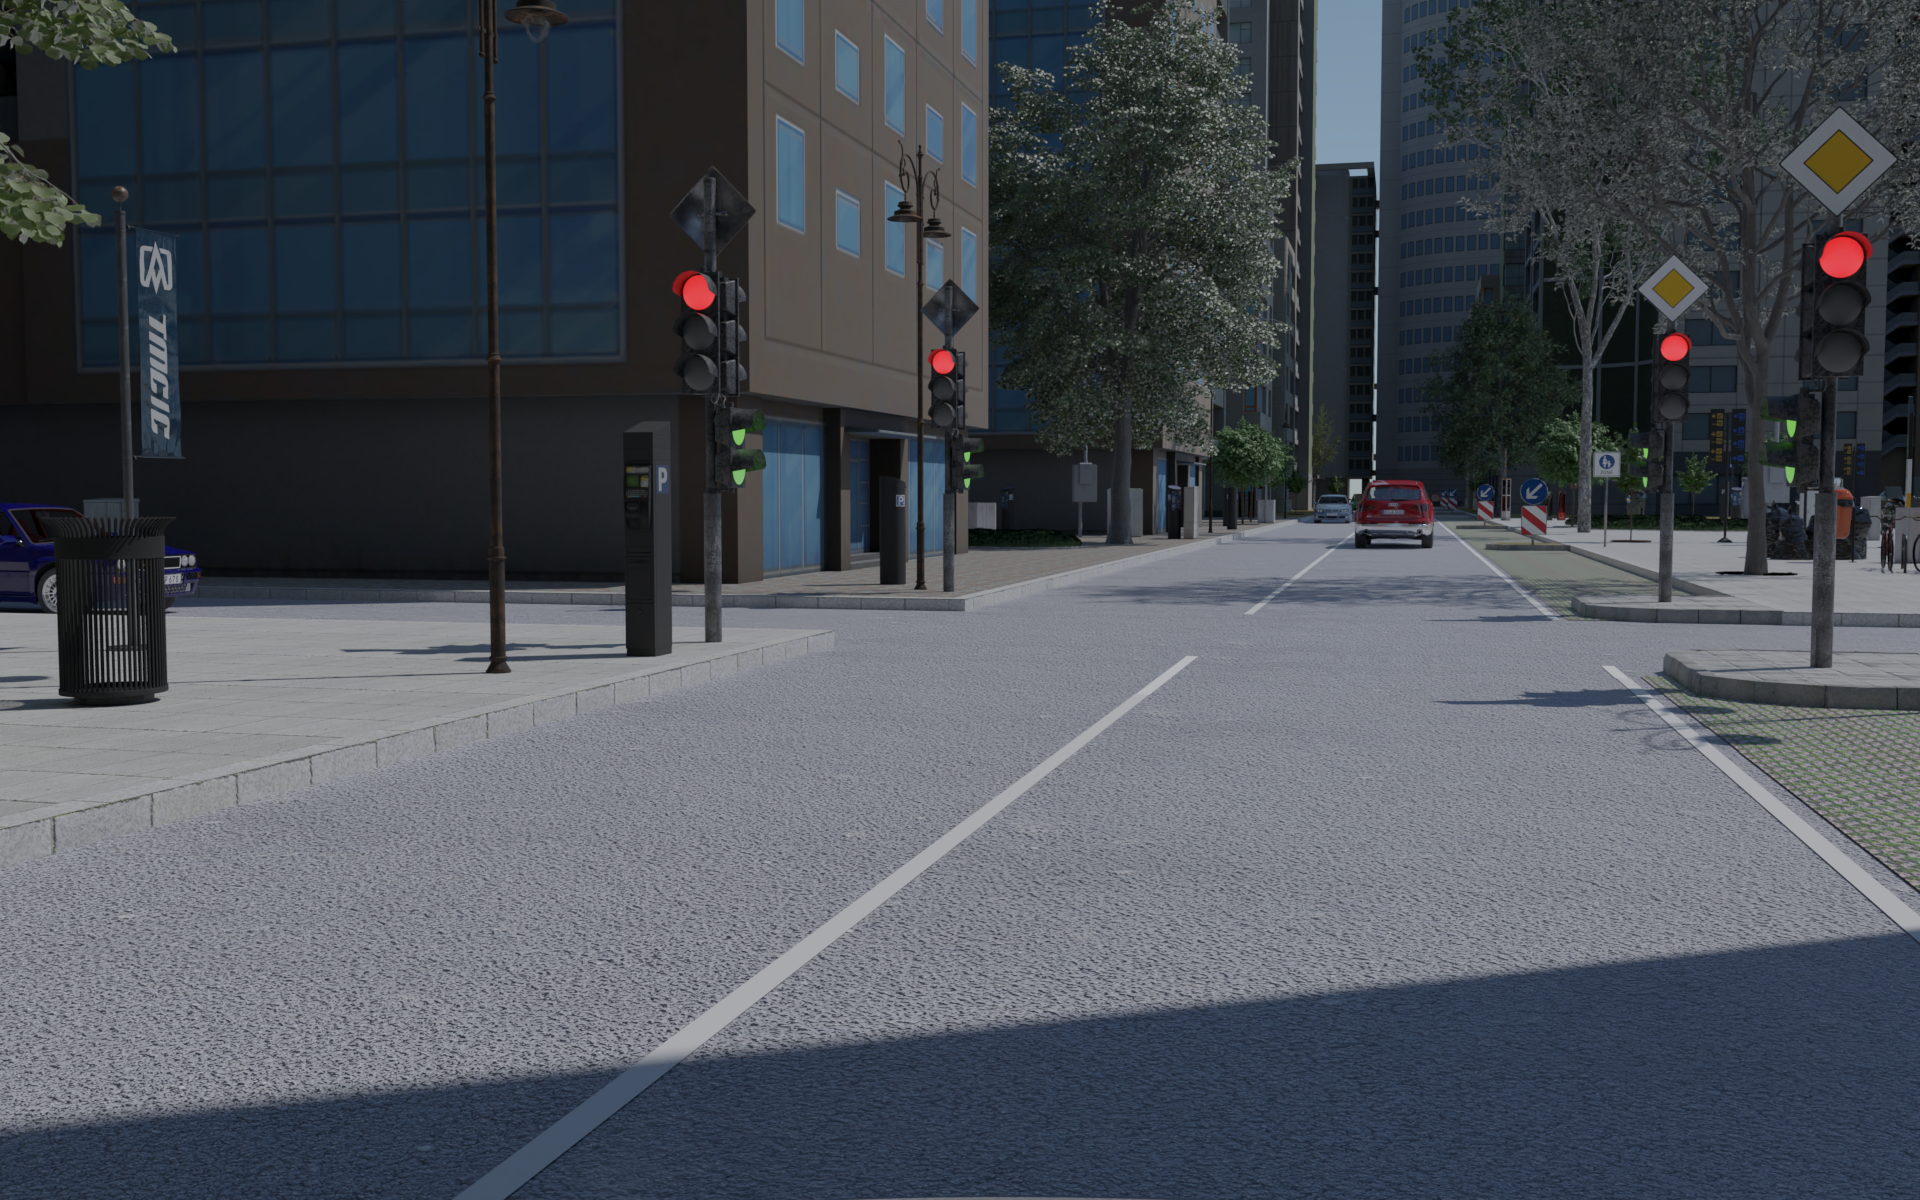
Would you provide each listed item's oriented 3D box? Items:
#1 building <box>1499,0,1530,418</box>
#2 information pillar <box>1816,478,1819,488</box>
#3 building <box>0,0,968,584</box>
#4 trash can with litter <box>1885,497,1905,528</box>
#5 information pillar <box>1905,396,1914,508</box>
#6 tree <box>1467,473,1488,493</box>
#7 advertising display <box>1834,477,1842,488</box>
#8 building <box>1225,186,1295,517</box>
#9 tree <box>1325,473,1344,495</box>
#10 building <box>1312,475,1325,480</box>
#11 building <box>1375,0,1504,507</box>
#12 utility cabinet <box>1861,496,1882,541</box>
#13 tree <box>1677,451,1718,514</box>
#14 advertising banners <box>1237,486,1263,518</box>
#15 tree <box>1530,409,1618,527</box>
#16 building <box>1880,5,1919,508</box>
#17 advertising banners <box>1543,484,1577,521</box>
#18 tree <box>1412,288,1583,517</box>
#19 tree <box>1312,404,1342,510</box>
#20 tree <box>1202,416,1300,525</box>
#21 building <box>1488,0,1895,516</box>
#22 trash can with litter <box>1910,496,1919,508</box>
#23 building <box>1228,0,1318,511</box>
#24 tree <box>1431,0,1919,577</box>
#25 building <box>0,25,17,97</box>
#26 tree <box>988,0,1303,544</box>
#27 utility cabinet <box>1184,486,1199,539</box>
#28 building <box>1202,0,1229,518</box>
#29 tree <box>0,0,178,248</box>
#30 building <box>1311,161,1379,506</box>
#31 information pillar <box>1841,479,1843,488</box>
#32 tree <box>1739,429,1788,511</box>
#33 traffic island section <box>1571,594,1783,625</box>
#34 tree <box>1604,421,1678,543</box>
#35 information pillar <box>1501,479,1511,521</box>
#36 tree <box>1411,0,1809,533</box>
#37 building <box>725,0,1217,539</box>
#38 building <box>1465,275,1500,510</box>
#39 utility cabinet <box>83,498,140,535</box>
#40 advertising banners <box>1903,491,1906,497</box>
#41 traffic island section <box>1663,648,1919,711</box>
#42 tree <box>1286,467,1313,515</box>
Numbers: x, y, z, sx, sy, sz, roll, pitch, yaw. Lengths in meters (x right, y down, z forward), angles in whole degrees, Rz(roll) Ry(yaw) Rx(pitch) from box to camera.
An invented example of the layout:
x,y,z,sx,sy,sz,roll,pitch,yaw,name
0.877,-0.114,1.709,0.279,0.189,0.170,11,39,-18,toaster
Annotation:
x,y,z,sx,sy,sz,roll,pitch,yaw,name
47.072,-27.150,127.505,14.154,41.232,14.086,1,4,14,building
38.792,-4.502,78.094,0.304,2.012,0.304,0,4,1,information pillar
-7.835,-23.319,31.385,14.600,45.320,14.200,1,4,14,building
35.379,-3.294,65.239,1.055,1.170,0.624,-2,4,-35,trash can with litter
22.712,-3.064,41.454,0.183,3.616,0.504,2,4,25,information pillar
38.214,-8.156,127.945,1.663,3.219,1.824,0,3,0,tree
33.812,-3.784,67.077,0.974,1.923,0.123,-2,4,-35,advertising display
7.080,-16.473,114.377,27.650,21.520,28.899,1,4,14,building
34.209,-10.025,158.505,1.663,3.219,1.824,0,3,0,tree
19.064,-31.001,161.496,28.867,44.769,22.147,1,4,14,building
58.505,-39.148,182.063,28.212,58.520,21.231,1,4,14,building
25.266,-2.258,48.086,0.306,1.237,1.020,1,4,14,utility cabinet
32.484,-5.029,76.820,1.663,3.219,1.824,0,3,0,tree
15.783,-5.974,93.866,0.090,3.025,2.074,-2,4,-35,advertising banners
23.747,-5.094,66.997,4.285,4.588,4.351,0,3,0,tree
83.275,-30.467,148.251,14.200,45.320,14.600,1,4,14,building
29.174,-5.372,84.025,2.074,3.025,0.090,-1,4,-20,advertising banners
30.308,-11.005,96.943,9.611,12.733,9.660,0,3,0,tree
29.082,-11.709,141.808,4.737,8.622,4.395,0,3,0,tree
11.792,-5.423,72.380,4.285,4.588,4.351,0,3,0,tree
44.851,-40.999,108.588,20.563,71.187,20.611,1,4,14,building
46.502,-4.522,84.990,2.233,1.210,1.678,3,5,41,trash can with litter
19.693,-27.469,132.718,14.154,41.232,14.086,1,4,14,building
12.586,-7.146,27.207,12.009,13.543,11.850,0,3,0,tree
-21.461,-16.074,34.515,14.107,30.474,14.160,1,4,14,building
4.139,-8.422,44.351,9.857,13.997,8.962,0,3,0,tree
6.620,-2.507,49.664,0.318,1.500,1.173,1,4,14,utility cabinet
1.759,-28.342,87.101,21.300,48.544,21.600,1,4,14,building
-6.041,-5.369,5.914,7.486,12.596,7.792,0,3,0,tree
34.702,-30.763,194.854,23.993,40.220,32.217,1,4,14,building
43.653,-4.995,86.152,0.304,2.012,0.304,-1,4,-21,information pillar
39.580,-6.138,84.070,4.285,4.588,4.351,0,3,0,tree
8.394,0.104,20.573,2.009,0.180,2.903,1,4,14,traffic island section
17.871,-3.141,45.951,1.663,3.219,1.824,0,3,0,tree
26.367,-4.839,83.616,0.304,2.012,0.304,-2,4,-29,information pillar
21.988,-12.251,56.187,12.611,20.169,13.585,0,3,0,tree
1.319,-25.108,60.622,14.600,45.320,14.200,1,4,14,building
58.035,-18.496,147.445,27.650,21.520,28.899,1,4,14,building
-12.483,-0.876,25.485,1.020,1.237,0.306,2,4,35,utility cabinet
42.950,-5.041,78.610,0.090,3.025,2.074,2,4,33,advertising banners
6.405,0.578,12.839,2.009,0.180,2.903,1,4,14,traffic island section
20.872,-6.938,108.045,1.663,3.219,1.824,0,3,0,tree
